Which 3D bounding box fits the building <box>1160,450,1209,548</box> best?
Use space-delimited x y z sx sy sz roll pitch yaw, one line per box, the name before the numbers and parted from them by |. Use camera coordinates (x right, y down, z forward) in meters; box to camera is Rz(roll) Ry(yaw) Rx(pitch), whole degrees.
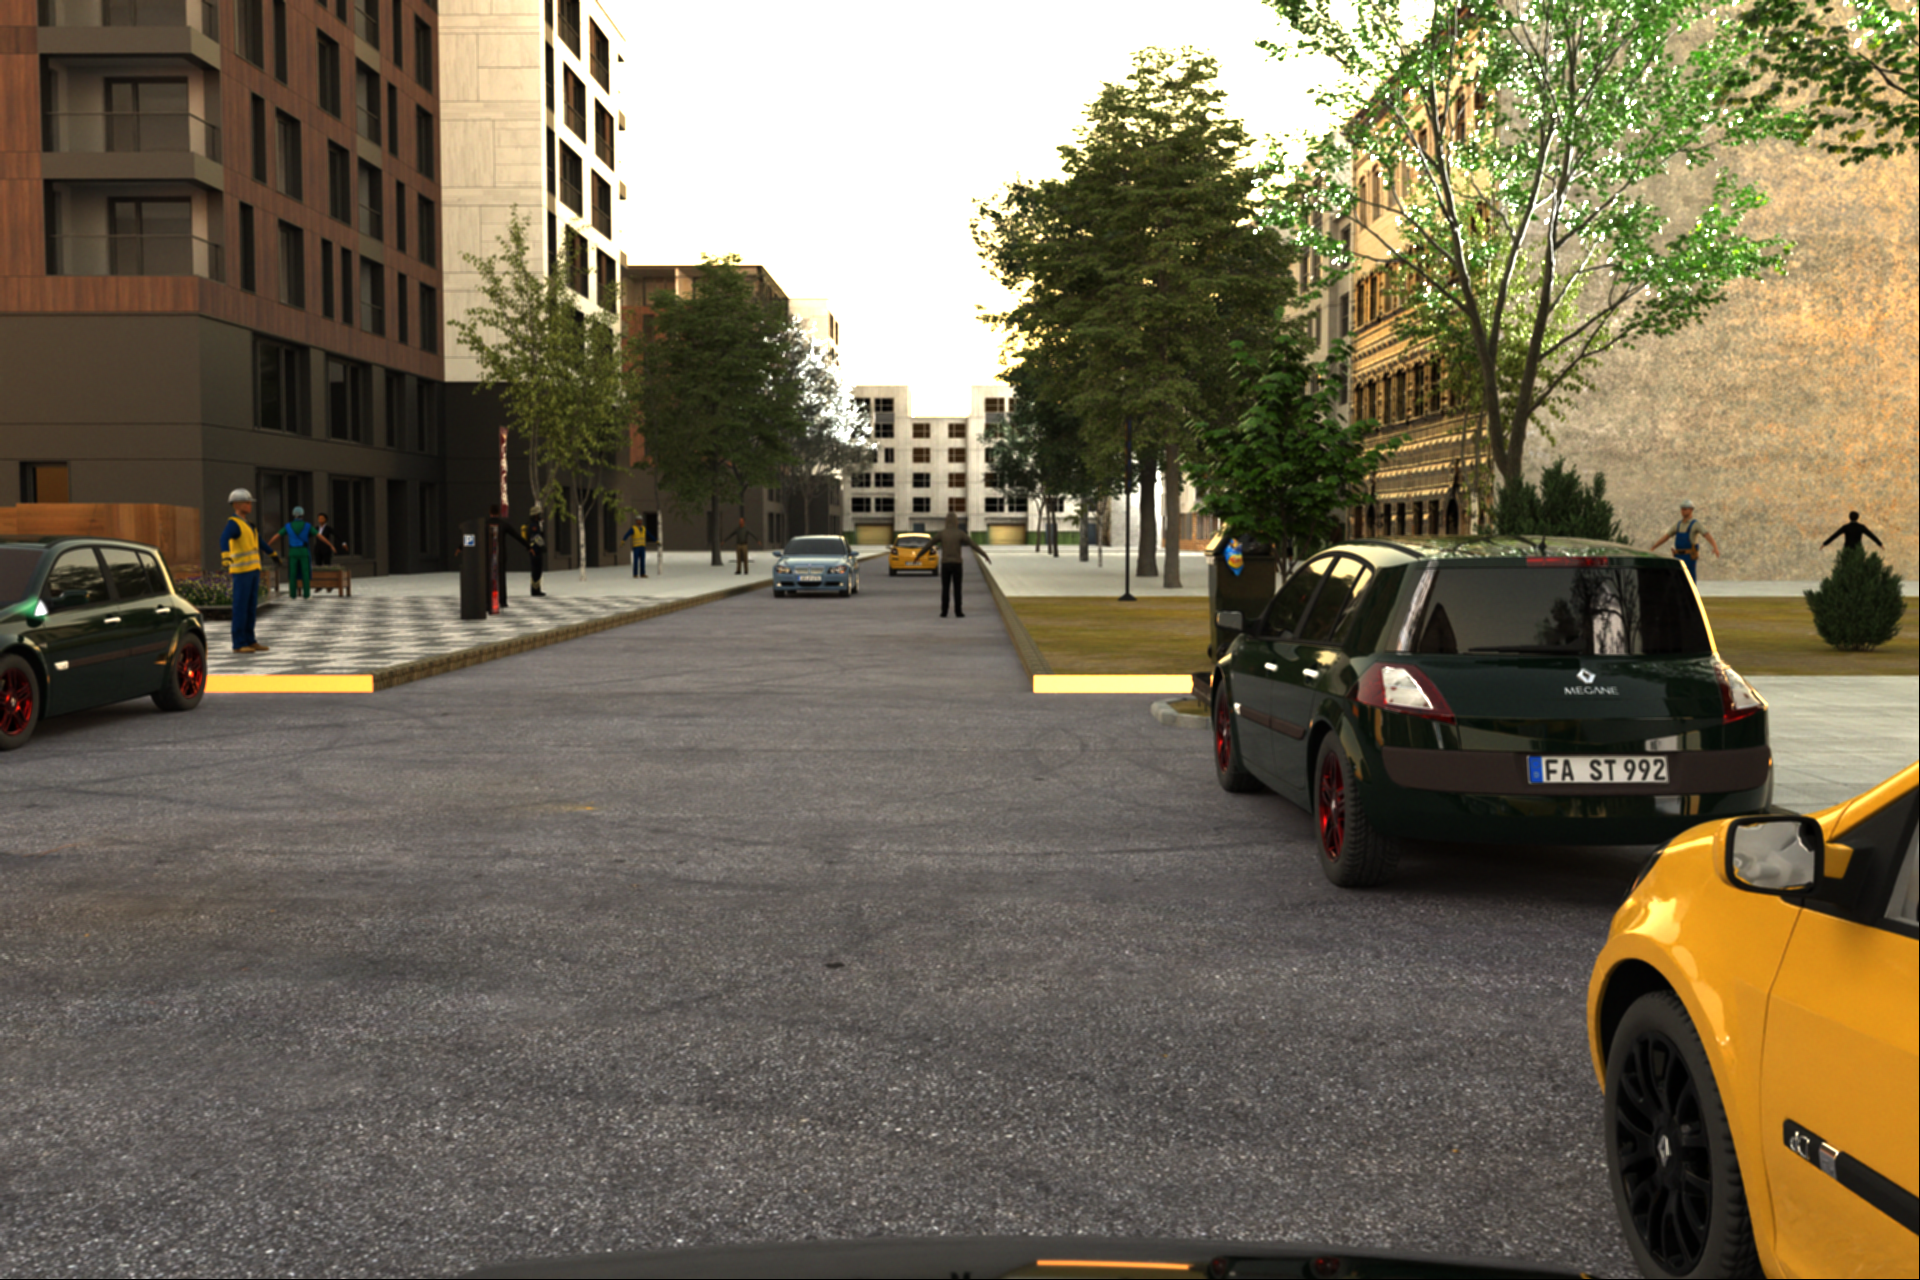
building | 24.302 -18.817 164.070 16.016 20.090 11.380 0 4 1

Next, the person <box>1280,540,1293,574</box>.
person | 10.459 -3.008 55.332 1.345 1.843 0.704 0 4 4

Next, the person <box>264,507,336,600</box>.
person | -12.927 -1.699 33.898 1.347 1.817 0.704 -1 4 -13

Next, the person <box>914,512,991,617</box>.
person | -0.140 -1.303 29.887 1.348 1.813 0.705 0 4 5

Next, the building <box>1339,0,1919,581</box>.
building | 23.851 -13.761 55.918 19.493 23.208 18.063 0 4 0

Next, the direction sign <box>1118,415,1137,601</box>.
direction sign | 3.232 -2.528 33.337 0.379 3.537 0.876 0 4 -1

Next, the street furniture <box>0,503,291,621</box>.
street furniture | -13.729 -1.314 28.344 9.812 1.723 11.010 -1 4 -17

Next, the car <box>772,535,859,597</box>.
car | -3.342 -1.754 40.680 2.014 1.417 4.499 0 4 0

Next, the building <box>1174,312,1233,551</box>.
building | 22.850 -17.573 143.734 16.016 20.090 11.380 0 4 0

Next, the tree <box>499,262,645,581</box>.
tree | -10.286 -5.900 46.834 4.737 8.622 4.395 0 3 0

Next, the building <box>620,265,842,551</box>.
building | -25.340 -18.598 148.051 27.936 21.610 32.646 0 4 1

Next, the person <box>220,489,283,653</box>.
person | -7.704 -0.756 18.829 0.721 1.772 1.216 0 4 5

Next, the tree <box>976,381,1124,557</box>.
tree | 5.295 -9.899 96.261 8.767 10.594 7.601 -1 4 -10

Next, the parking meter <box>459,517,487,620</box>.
parking meter | -7.303 -1.074 25.966 0.372 1.533 0.369 0 3 0

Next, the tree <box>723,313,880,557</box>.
tree | -9.759 -11.411 96.936 12.009 13.543 11.850 0 3 0

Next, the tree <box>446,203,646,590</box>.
tree | -9.417 -5.456 39.573 4.737 8.622 4.395 0 3 0

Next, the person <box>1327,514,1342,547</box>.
person | 10.036 -2.468 46.485 0.704 1.812 1.346 1 4 17

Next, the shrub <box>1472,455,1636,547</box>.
shrub | 5.937 -0.818 17.410 1.661 2.075 1.752 0 3 0

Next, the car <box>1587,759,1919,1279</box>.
car | 2.135 0.502 2.024 2.015 1.641 3.980 0 4 0

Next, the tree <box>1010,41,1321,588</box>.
tree | 4.637 -7.513 40.970 7.486 12.596 7.792 0 3 0

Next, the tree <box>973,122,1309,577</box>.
tree | 5.585 -8.907 52.284 9.857 13.997 8.962 0 3 0

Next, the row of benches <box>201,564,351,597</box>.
row of benches | -14.411 -1.210 35.254 4.104 0.672 1.422 0 4 -4

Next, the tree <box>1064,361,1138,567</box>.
tree | 5.573 -7.191 67.943 4.737 8.622 4.395 0 3 0

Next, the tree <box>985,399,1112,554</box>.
tree | 5.806 -10.779 110.649 8.767 10.594 7.601 0 4 2

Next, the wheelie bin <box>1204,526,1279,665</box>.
wheelie bin | 2.775 -0.557 17.010 0.693 1.594 0.980 0 3 0

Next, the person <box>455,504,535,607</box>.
person | -8.129 -1.472 30.298 1.346 1.802 0.704 -1 4 -15

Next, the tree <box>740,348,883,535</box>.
tree | -10.033 -12.441 113.785 12.009 13.543 11.850 0 3 0

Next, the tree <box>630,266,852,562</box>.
tree | -10.058 -10.363 79.800 12.009 13.543 11.850 0 3 0

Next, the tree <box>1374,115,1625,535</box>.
tree | 9.594 -4.955 31.375 4.737 8.622 4.395 0 3 0

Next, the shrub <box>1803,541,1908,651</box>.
shrub | 9.840 -0.484 19.033 1.383 1.207 1.383 0 3 0

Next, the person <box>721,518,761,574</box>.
person | -6.969 -3.000 55.319 1.348 1.796 0.705 1 4 11

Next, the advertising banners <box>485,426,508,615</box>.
advertising banners | -7.430 -1.914 27.487 0.090 3.025 2.074 0 4 1

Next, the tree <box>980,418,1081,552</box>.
tree | 5.542 -11.417 121.076 8.767 10.594 7.601 -1 4 -19

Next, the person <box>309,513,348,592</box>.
person | -14.005 -1.912 37.988 1.216 1.740 0.721 0 4 5

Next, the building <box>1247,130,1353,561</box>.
building | 24.634 -13.342 84.592 16.747 18.905 31.486 0 4 0

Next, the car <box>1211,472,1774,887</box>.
car | 2.326 0.083 8.434 2.009 1.686 4.222 0 4 -1

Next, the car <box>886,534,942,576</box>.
car | -1.599 -3.067 60.363 2.015 1.641 3.980 0 4 -1

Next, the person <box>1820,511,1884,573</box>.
person | 20.549 -2.061 39.878 1.347 1.806 0.705 1 4 17

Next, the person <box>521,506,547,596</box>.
person | -8.765 -1.845 35.950 0.705 1.856 1.354 -1 4 -20

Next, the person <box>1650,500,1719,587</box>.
person | 11.950 -1.388 28.544 0.705 1.847 1.347 -2 4 -31

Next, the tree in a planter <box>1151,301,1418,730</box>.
tree in a planter | 2.517 -0.988 13.379 1.991 3.239 1.994 0 4 0

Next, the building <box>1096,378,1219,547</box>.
building | 24.375 -21.504 182.525 19.493 23.208 18.063 0 4 0

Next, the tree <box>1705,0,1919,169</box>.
tree | 8.571 -5.234 11.327 9.928 11.665 9.643 0 3 0

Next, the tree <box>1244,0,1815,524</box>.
tree | 7.850 -6.051 24.682 9.928 11.665 9.643 0 3 0

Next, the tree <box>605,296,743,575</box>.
tree | -9.716 -6.377 54.626 4.360 8.622 3.978 0 3 0

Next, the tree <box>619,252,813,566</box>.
tree | -9.797 -9.264 69.596 7.486 12.596 7.792 0 3 0

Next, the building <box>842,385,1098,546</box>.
building | 1.347 -20.976 211.880 31.486 18.905 16.747 0 4 1

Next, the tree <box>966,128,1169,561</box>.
tree | 7.035 -13.713 80.098 12.611 20.169 13.585 0 3 0

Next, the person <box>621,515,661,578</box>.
person | -9.426 -2.751 50.950 1.349 1.833 0.705 -3 5 -41

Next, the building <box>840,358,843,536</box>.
building | -27.544 -20.918 185.976 27.936 21.610 32.646 0 4 0

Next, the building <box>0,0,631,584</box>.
building | -27.914 -12.972 56.067 27.936 21.610 32.646 0 4 1

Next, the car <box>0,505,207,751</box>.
car | -7.101 -0.177 12.688 2.009 1.686 4.222 0 4 1
